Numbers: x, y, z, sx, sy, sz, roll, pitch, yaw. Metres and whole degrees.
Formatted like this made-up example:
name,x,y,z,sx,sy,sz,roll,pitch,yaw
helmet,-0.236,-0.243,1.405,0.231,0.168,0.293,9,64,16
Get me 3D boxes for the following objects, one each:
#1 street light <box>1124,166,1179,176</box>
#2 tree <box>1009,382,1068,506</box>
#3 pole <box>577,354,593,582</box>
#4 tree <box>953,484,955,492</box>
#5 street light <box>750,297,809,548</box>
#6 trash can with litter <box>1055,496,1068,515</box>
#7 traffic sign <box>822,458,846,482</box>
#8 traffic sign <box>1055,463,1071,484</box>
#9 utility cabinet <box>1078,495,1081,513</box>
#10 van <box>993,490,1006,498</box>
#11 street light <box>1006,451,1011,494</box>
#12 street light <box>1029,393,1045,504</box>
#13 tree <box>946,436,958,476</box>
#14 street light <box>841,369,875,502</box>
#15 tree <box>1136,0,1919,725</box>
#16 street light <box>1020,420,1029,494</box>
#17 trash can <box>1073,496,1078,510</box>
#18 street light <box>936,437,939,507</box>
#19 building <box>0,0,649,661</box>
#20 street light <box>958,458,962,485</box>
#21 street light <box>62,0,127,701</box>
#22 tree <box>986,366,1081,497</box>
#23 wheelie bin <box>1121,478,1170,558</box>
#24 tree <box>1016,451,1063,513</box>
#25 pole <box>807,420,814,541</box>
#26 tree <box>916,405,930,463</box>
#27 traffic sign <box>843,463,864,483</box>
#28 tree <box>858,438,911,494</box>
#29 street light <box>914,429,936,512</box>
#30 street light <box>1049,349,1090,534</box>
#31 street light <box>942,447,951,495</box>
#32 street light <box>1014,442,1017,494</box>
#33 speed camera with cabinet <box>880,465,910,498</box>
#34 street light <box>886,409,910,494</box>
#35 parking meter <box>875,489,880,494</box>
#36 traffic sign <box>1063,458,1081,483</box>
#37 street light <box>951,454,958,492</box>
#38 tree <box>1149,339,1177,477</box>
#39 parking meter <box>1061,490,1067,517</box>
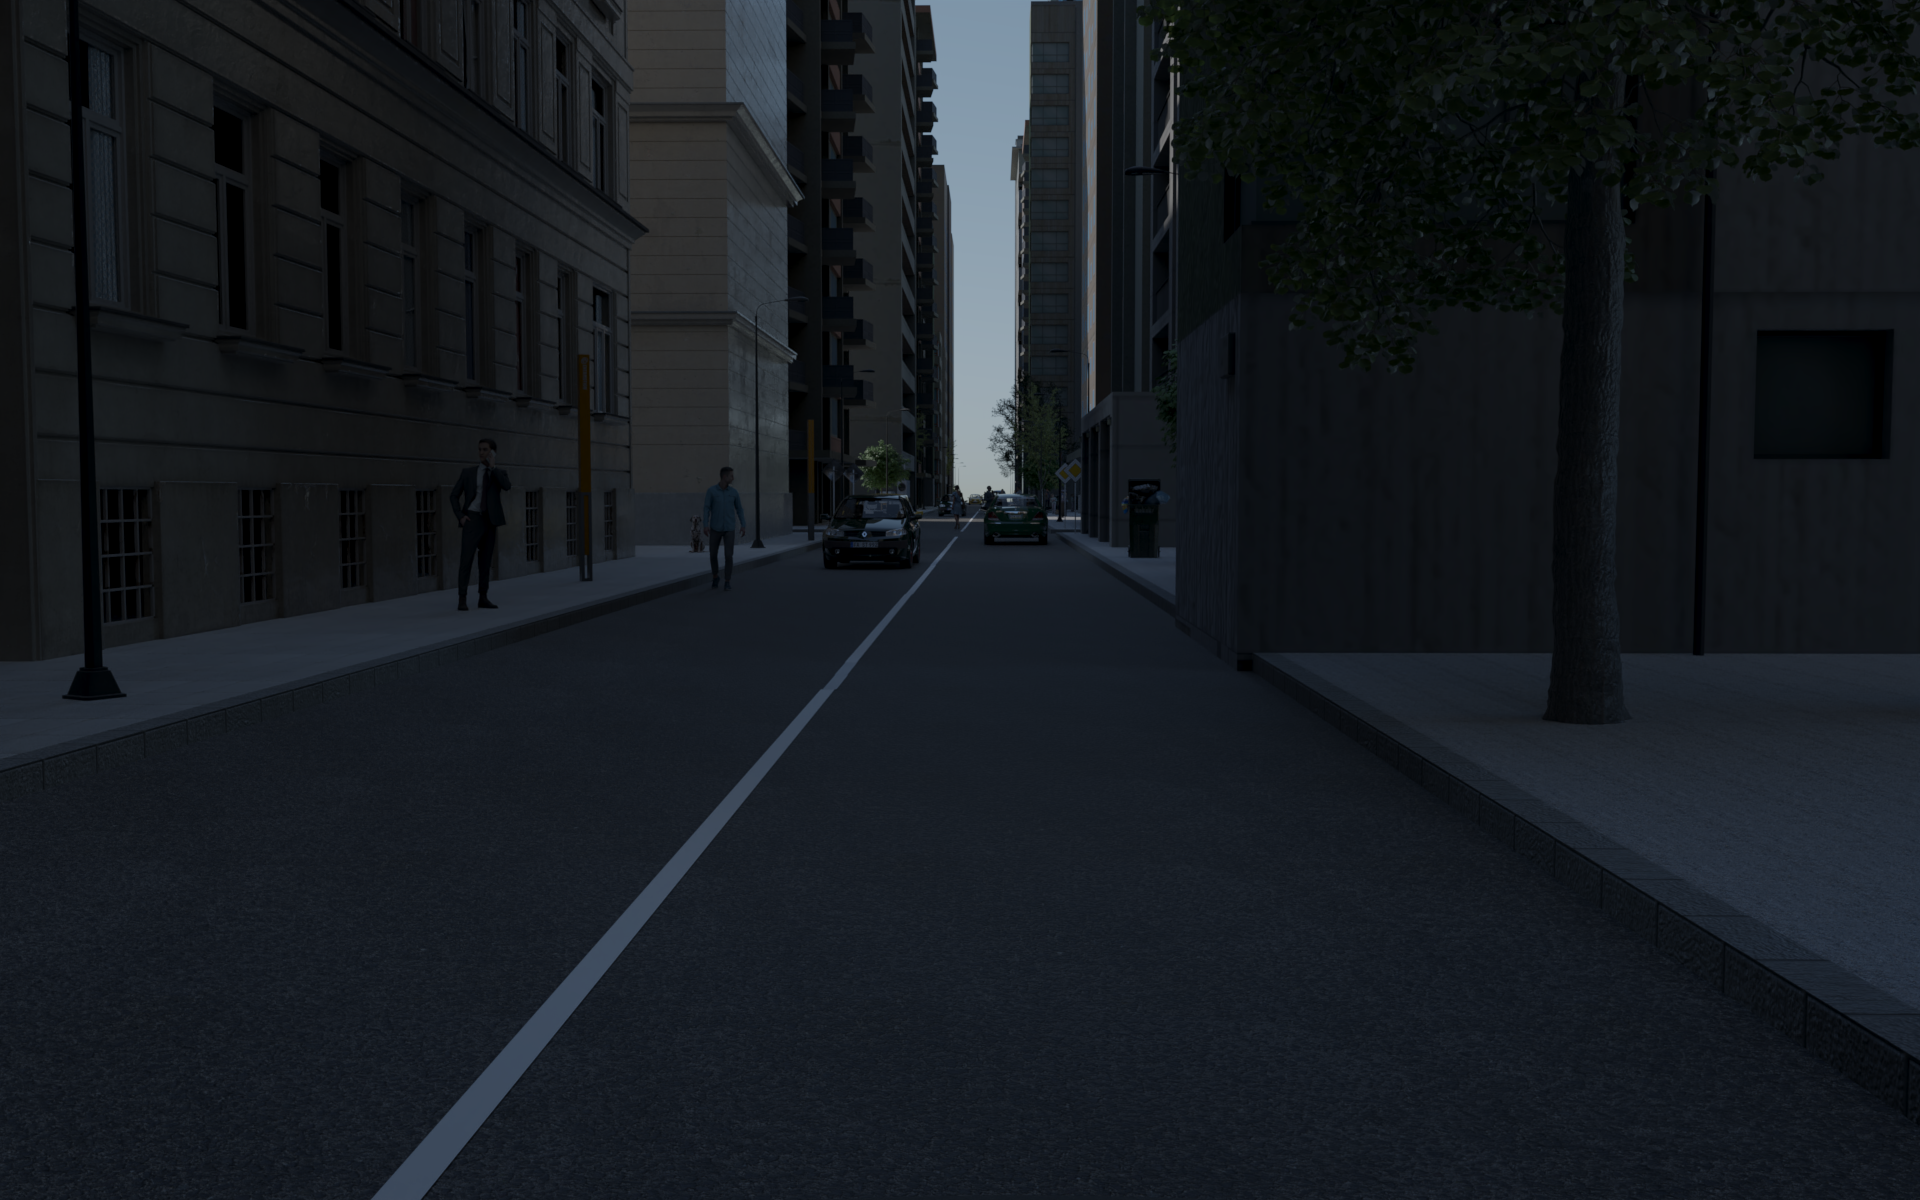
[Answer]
name,x,y,z,sx,sy,sz,roll,pitch,yaw
street light,3.028,-3.191,24.713,1.470,5.913,1.316,0,4,1
tree,5.294,-9.951,113.059,4.737,8.622,4.395,0,3,0
pole,-5.504,-1.930,25.397,0.158,3.312,0.155,0,3,0
tree,-1.096,-18.600,298.702,1.663,3.219,1.824,0,3,0
street light,-4.261,-4.183,40.933,1.470,5.913,1.316,0,4,1
trash can with litter,6.290,-5.896,107.782,0.624,1.170,1.055,1,4,20
traffic sign,-4.124,-3.318,56.432,0.795,2.593,0.064,0,4,1
traffic sign,3.920,-3.795,64.246,0.795,2.593,0.064,0,4,1
utility cabinet,8.237,-6.301,114.187,0.306,1.237,1.020,-3,5,-40
van,4.304,-11.126,188.928,2.013,2.044,4.112,0,4,2
street light,5.962,-12.983,184.807,1.470,5.913,1.316,0,4,1
street light,4.062,-6.558,79.761,1.470,5.913,1.316,0,4,1
tree,-2.134,-16.270,216.377,4.737,8.622,4.395,0,3,0
street light,-3.864,-5.631,64.606,1.470,5.913,1.316,0,4,1
tree,3.644,-5.561,9.042,7.486,12.596,7.792,0,3,0
street light,4.586,-8.369,109.368,1.470,5.913,1.316,0,4,1
trash can,9.254,-7.738,138.163,0.748,1.137,0.748,0,3,0
street light,-2.400,-10.310,141.116,1.470,5.913,1.316,0,4,1
building,-14.171,-11.461,20.675,16.112,22.955,30.059,0,4,1
street light,-0.870,-15.382,224.034,1.470,5.913,1.316,0,4,1
street light,-4.911,-2.335,10.714,1.470,5.913,1.316,0,4,1
tree,5.350,-11.771,126.861,7.601,10.594,8.767,0,4,4
wheelie bin,3.739,-1.650,34.885,0.980,1.594,0.693,0,4,6
tree,6.614,-9.278,135.406,4.285,4.588,4.351,0,3,0
pole,-4.106,-3.293,47.677,0.158,3.312,0.155,0,3,0
tree,-4.376,-11.438,137.378,4.737,8.622,4.395,0,3,0
traffic sign,-3.972,-3.806,64.416,0.795,2.593,0.064,0,4,1
tree,-4.652,-7.220,101.755,4.285,4.588,4.351,0,3,0
street light,-2.689,-9.267,124.060,1.470,5.913,1.316,0,4,1
street light,3.575,-5.076,55.536,1.470,5.913,1.316,0,4,1
street light,-1.892,-12.121,170.723,1.470,5.913,1.316,0,4,1
street light,5.252,-10.202,139.350,1.470,5.913,1.316,0,4,1
speed camera with cabinet,-4.290,-7.225,112.463,2.038,3.252,0.660,1,4,22
street light,-3.435,-7.457,94.458,1.470,5.913,1.316,0,4,1
parking meter,-5.220,-6.356,109.626,0.255,1.863,0.399,-1,4,-18
traffic sign,3.768,-3.307,56.262,0.795,2.593,0.064,0,4,1
street light,-1.259,-13.940,200.464,1.470,5.913,1.316,0,4,1
tree,5.016,-2.917,31.411,4.285,4.588,4.351,0,3,0
parking meter,5.868,-5.498,98.308,0.372,1.533,0.369,0,3,0
